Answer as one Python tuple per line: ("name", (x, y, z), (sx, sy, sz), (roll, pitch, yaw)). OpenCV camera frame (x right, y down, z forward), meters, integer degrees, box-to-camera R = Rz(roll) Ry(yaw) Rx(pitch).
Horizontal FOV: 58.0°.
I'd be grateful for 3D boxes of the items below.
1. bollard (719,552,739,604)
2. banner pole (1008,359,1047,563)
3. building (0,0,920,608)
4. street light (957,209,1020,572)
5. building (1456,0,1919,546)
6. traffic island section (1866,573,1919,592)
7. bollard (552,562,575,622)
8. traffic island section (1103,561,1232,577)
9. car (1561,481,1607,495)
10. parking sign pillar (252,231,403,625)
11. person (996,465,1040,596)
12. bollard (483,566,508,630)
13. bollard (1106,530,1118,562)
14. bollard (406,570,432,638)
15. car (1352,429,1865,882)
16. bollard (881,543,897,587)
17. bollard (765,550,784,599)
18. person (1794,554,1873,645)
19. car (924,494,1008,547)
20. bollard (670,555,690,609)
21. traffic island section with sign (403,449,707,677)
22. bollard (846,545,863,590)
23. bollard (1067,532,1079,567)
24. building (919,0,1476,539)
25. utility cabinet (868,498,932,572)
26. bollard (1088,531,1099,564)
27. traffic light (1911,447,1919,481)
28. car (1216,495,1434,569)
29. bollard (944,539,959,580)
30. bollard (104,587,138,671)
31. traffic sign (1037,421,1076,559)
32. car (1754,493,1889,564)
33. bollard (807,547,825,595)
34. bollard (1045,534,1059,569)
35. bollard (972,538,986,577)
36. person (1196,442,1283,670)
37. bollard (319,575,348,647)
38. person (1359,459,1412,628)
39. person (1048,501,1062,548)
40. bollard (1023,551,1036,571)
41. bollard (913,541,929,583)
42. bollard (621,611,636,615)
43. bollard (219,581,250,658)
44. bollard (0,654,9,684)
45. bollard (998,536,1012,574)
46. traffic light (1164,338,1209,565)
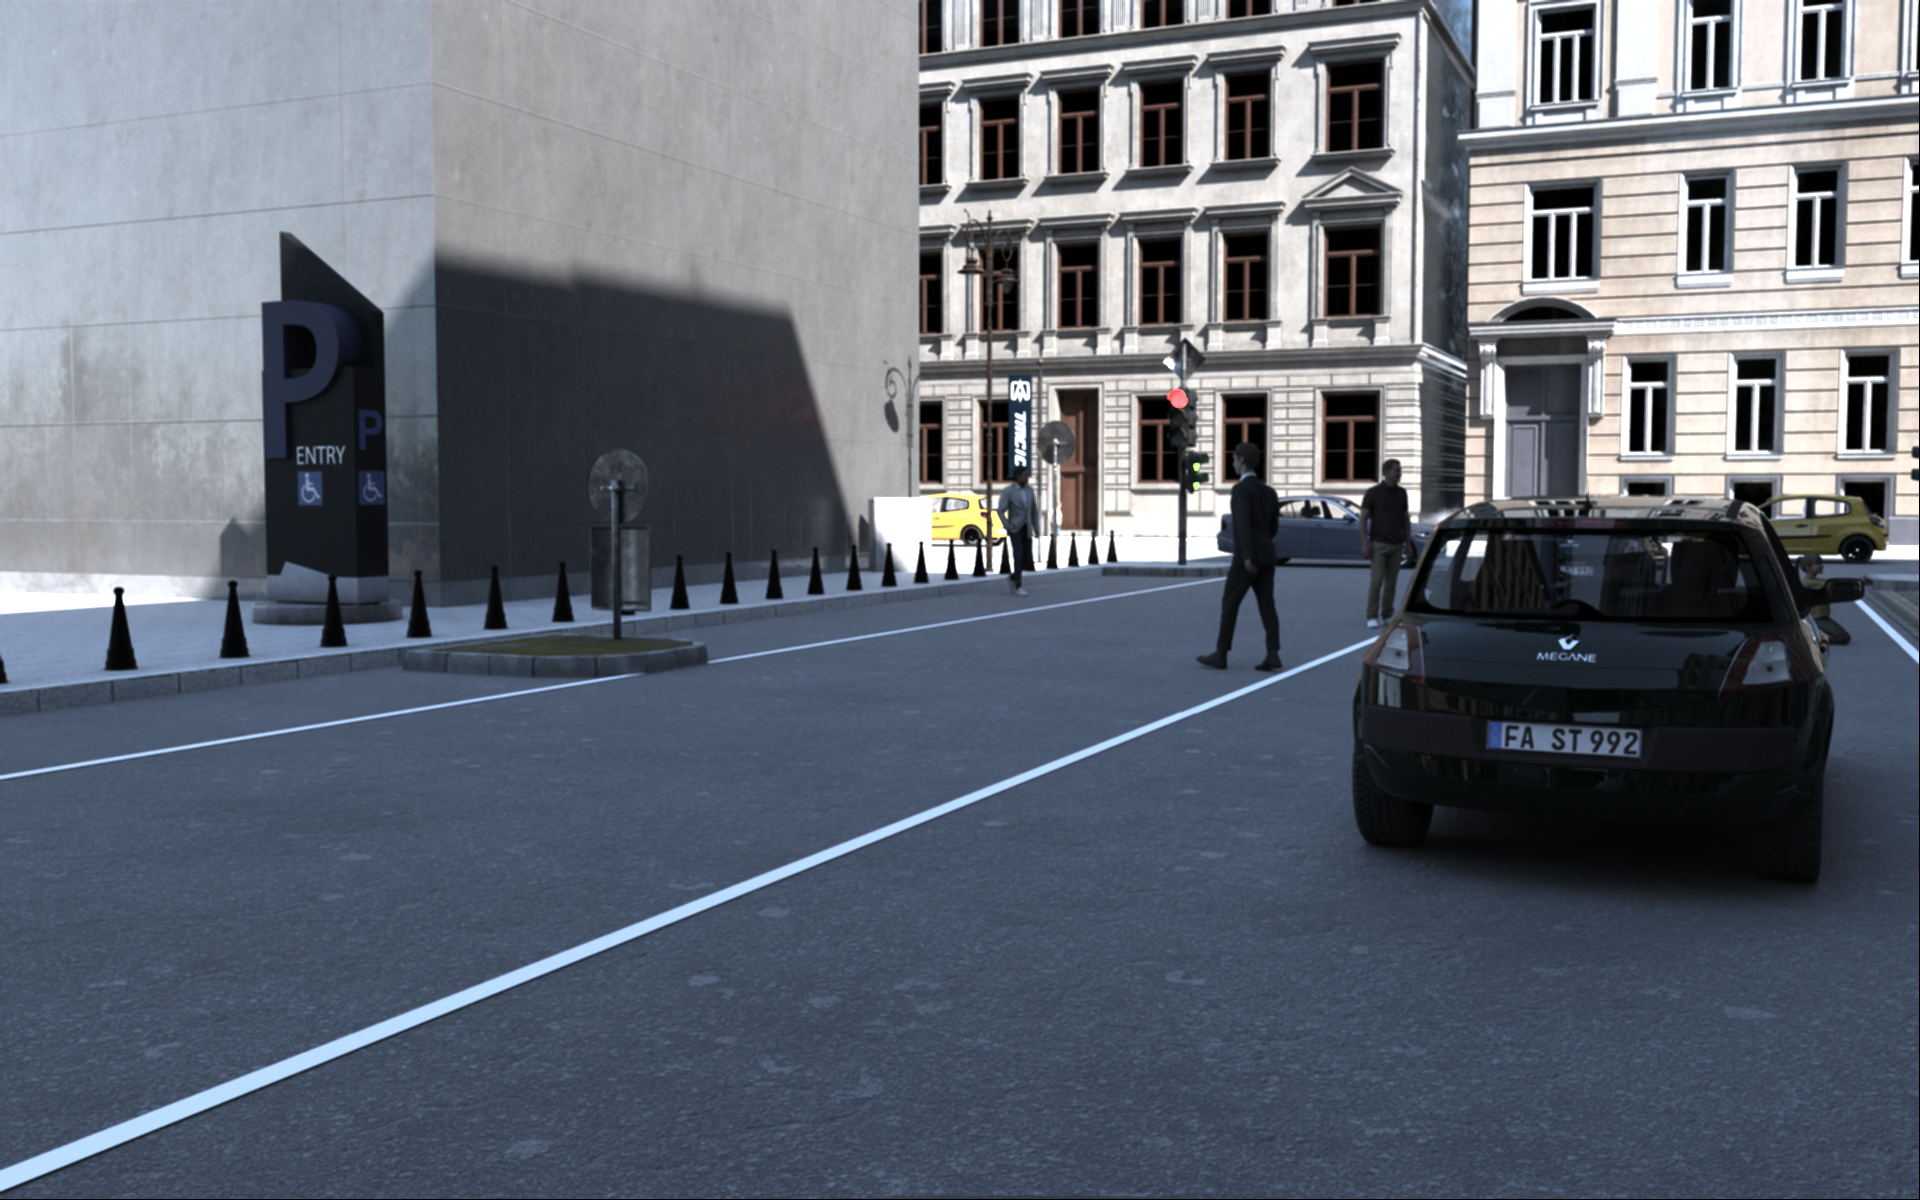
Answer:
("bollard", (-2.707, -0.260, 20.293), (0.229, 0.601, 0.229), (0, 3, 0))
("banner pole", (1.265, -2.572, 32.073), (0.863, 3.779, 0.401), (-1, 4, -19))
("building", (-16.556, -12.982, 31.329), (30.058, 24.678, 14.314), (2, 4, 24))
("street light", (0.483, -3.398, 28.346), (0.468, 5.910, 1.993), (2, 4, 24))
("building", (24.989, -16.017, 47.777), (20.117, 28.700, 13.634), (2, 4, 24))
("traffic island section", (14.974, -0.251, 26.390), (2.009, 0.180, 2.903), (2, 4, 24))
("bollard", (-3.999, -0.085, 17.434), (0.229, 0.601, 0.229), (0, 3, 0))
("traffic island section", (4.000, -0.554, 31.337), (2.009, 0.180, 2.903), (2, 4, 24))
("car", (7.818, -0.722, 21.588), (2.009, 1.686, 4.222), (2, 4, 25))
("parking sign pillar", (-6.430, -1.776, 17.512), (1.447, 3.967, 1.447), (2, 4, 28))
("person", (0.799, -0.994, 24.596), (0.661, 1.843, 0.795), (-2, 4, -31))
("bollard", (-4.425, -0.027, 16.488), (0.229, 0.601, 0.229), (0, 3, 0))
("bollard", (2.864, -1.014, 32.625), (0.229, 0.601, 0.229), (0, 3, 0))
("bollard", (-4.856, 0.031, 15.536), (0.229, 0.601, 0.229), (0, 3, 0))
("car", (3.044, 0.111, 7.978), (2.009, 1.686, 4.222), (2, 4, 26))
("bollard", (-0.986, -0.493, 24.097), (0.229, 0.601, 0.229), (0, 3, 0))
("bollard", (-2.278, -0.318, 21.239), (0.229, 0.601, 0.229), (0, 3, 0))
("person", (8.337, -0.008, 16.553), (0.695, 0.859, 0.347), (3, 5, 44))
("car", (-0.613, -2.314, 48.062), (3.980, 1.641, 2.015), (2, 4, 25))
("bollard", (-3.131, -0.202, 19.346), (0.229, 0.601, 0.229), (0, 3, 0))
("traffic island section with sign", (-3.219, -0.361, 14.523), (1.989, 1.847, 2.006), (2, 4, 24))
("bollard", (-1.414, -0.435, 23.148), (0.229, 0.601, 0.229), (0, 3, 0))
("bollard", (2.011, -0.899, 30.732), (0.229, 0.601, 0.229), (0, 3, 0))
("building", (5.501, -13.398, 55.217), (21.152, 22.565, 11.583), (2, 4, 24))
("utility cabinet", (-0.995, -1.072, 28.688), (1.020, 1.237, 0.306), (-2, 4, -23))
("bollard", (2.440, -0.956, 31.677), (0.229, 0.601, 0.229), (0, 3, 0))
("traffic light", (14.942, -2.286, 26.292), (0.839, 4.253, 0.868), (2, 4, 24))
("car", (7.400, -1.379, 34.553), (4.499, 1.417, 2.014), (2, 4, 26))
("bollard", (-0.128, -0.609, 25.995), (0.229, 0.601, 0.229), (0, 3, 0))
("bollard", (-6.150, 0.206, 12.677), (0.229, 0.601, 0.229), (0, 3, 0))
("traffic sign", (1.651, -1.836, 30.128), (0.768, 2.556, 0.104), (2, 4, 32))
("car", (17.467, -1.623, 36.753), (3.980, 1.641, 2.015), (2, 4, 25))
("bollard", (-1.847, -0.376, 22.191), (0.229, 0.601, 0.229), (0, 3, 0))
("bollard", (1.583, -0.841, 29.784), (0.229, 0.601, 0.229), (0, 3, 0))
("bollard", (0.299, -0.667, 26.941), (0.229, 0.601, 0.229), (0, 3, 0))
("person", (2.301, -0.357, 14.108), (0.659, 1.850, 0.755), (-3, 5, -42))
("bollard", (-5.281, 0.089, 14.589), (0.229, 0.601, 0.229), (0, 3, 0))
("person", (4.592, -0.612, 18.639), (0.598, 1.807, 0.434), (0, 4, -7))
("person", (2.520, -2.003, 45.932), (0.332, 1.250, 0.352), (2, 4, 32))
("bollard", (1.155, -0.783, 28.839), (0.229, 0.601, 0.229), (0, 3, 0))
("bollard", (-0.559, -0.551, 25.043), (0.229, 0.601, 0.229), (0, 3, 0))
("bollard", (-3.562, -0.144, 18.401), (0.229, 0.601, 0.229), (0, 3, 0))
("bollard", (-5.714, 0.148, 13.623), (0.229, 0.601, 0.229), (0, 3, 0))
("bollard", (-6.581, 0.264, 11.726), (0.229, 0.601, 0.229), (0, 3, 0))
("bollard", (0.730, -0.725, 27.891), (0.229, 0.601, 0.229), (0, 3, 0))
("traffic light", (4.032, -2.585, 31.187), (0.839, 4.253, 0.868), (2, 4, 24))
